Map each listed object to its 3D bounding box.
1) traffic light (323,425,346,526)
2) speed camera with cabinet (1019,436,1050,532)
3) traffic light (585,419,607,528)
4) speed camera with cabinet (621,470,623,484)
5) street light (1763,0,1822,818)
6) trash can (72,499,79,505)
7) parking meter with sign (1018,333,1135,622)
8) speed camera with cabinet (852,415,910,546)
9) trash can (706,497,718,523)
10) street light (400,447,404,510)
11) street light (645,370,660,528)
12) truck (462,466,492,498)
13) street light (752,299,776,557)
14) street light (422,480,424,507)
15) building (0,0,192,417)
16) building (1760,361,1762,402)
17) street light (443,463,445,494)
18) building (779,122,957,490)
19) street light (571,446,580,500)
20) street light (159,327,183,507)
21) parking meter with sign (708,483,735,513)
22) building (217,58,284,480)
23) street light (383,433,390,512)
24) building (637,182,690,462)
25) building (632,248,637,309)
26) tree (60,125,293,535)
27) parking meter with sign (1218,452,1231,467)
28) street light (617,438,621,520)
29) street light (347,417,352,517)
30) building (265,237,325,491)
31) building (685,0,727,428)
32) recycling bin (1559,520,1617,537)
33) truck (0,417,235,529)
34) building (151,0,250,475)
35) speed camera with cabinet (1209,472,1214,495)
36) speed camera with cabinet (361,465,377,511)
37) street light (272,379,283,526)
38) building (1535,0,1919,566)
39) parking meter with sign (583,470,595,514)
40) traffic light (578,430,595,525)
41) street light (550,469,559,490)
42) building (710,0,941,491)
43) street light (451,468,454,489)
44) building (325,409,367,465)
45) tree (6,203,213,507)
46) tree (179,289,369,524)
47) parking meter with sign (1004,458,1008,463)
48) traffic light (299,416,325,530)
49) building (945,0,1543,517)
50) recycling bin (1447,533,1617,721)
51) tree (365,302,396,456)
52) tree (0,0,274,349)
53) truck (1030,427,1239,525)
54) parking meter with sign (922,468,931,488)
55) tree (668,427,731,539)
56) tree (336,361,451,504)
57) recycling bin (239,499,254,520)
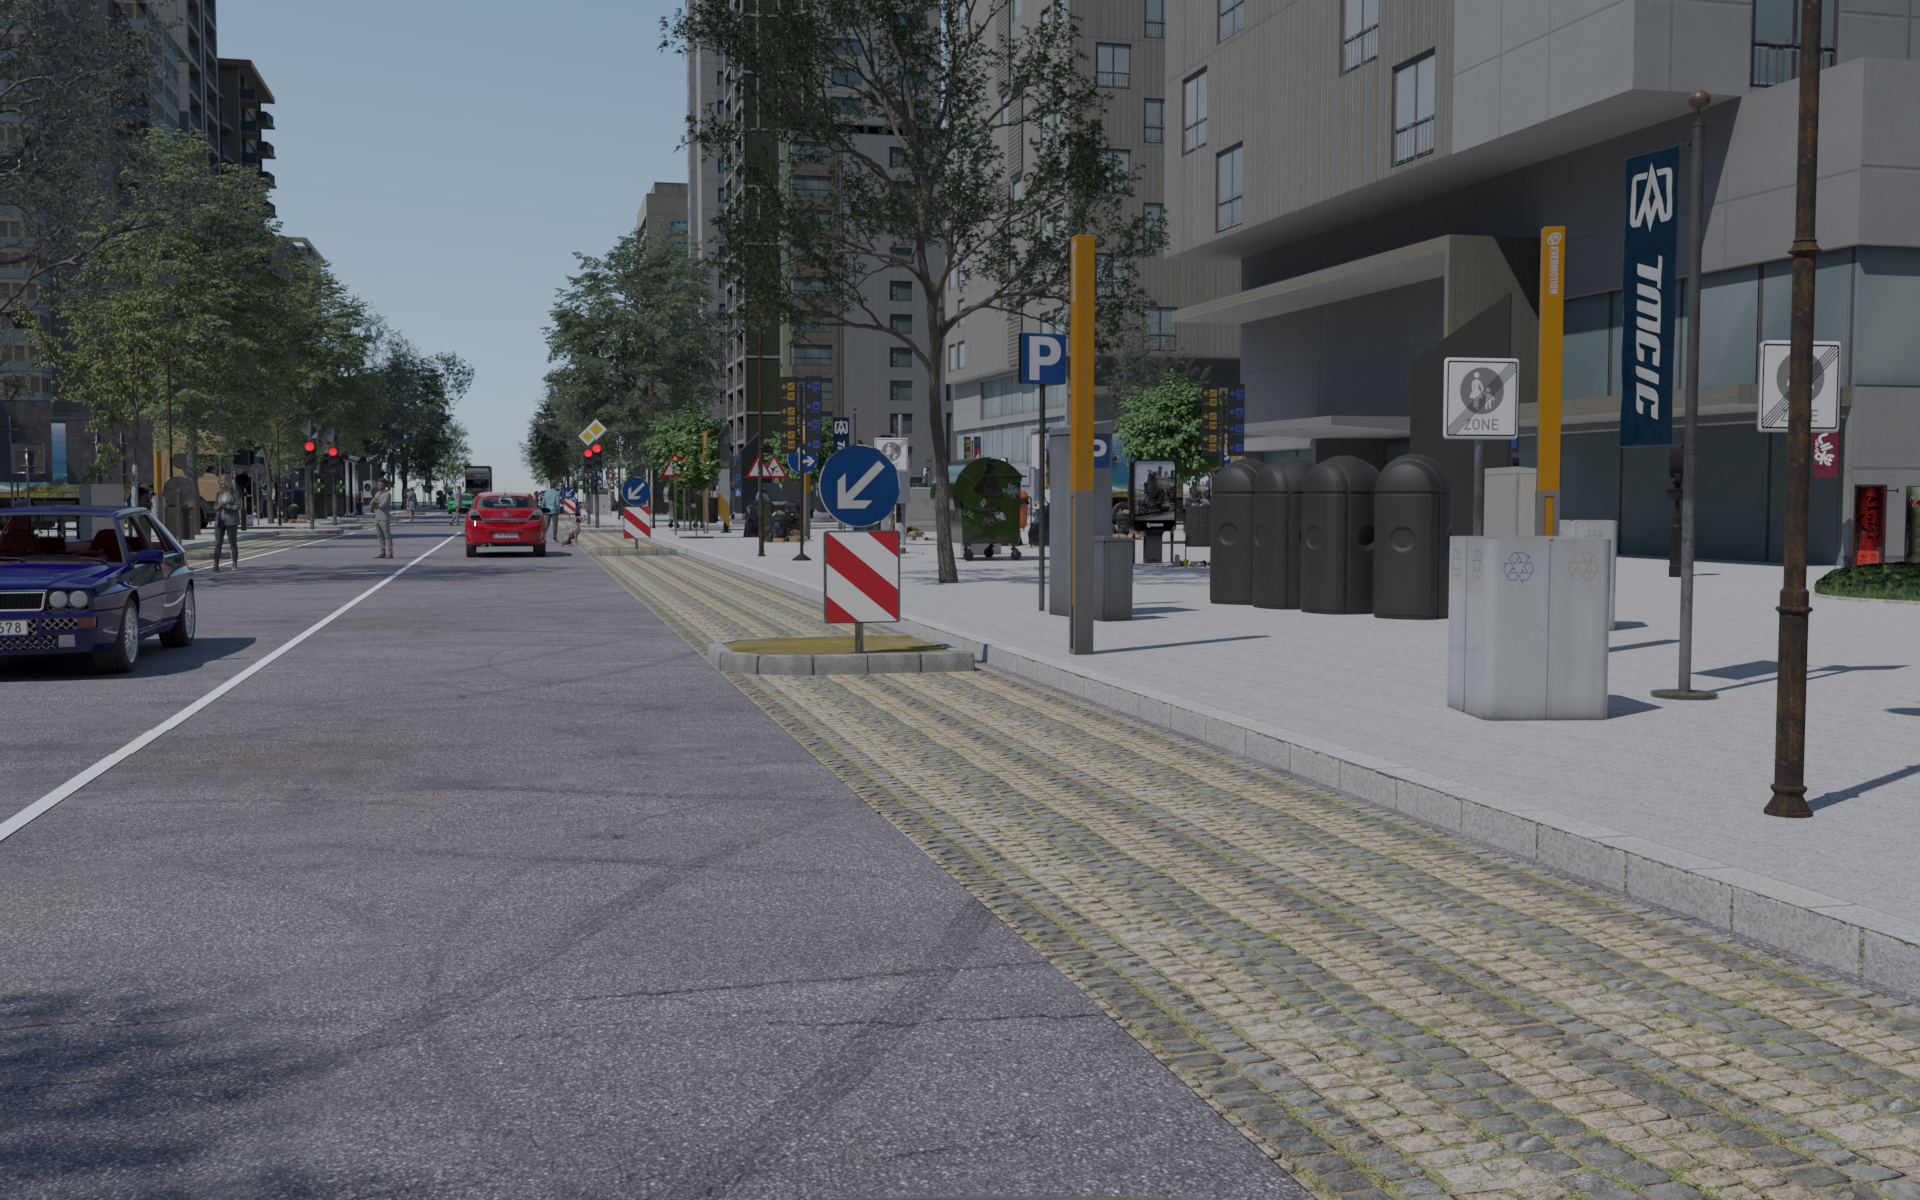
[{"bbox_3d":[-25.259,-4.956,69.946,0.839,4.253,0.868,-1,4,-14],"label":"traffic light"},{"bbox_3d":[2.951,-3.929,58.573,2.038,3.252,0.660,2,4,33],"label":"speed camera with cabinet"},{"bbox_3d":[-13.588,-4.634,64.687,0.839,4.253,0.868,-1,4,-14],"label":"traffic light"},{"bbox_3d":[-27.349,-9.090,142.965,0.660,3.252,2.038,-3,5,-43],"label":"speed camera with cabinet"},{"bbox_3d":[3.317,-2.078,6.758,0.468,5.910,1.993,-1,4,-14],"label":"street light"},{"bbox_3d":[-23.569,-2.152,46.832,0.748,1.137,0.748,0,3,0],"label":"trash can"},{"bbox_3d":[1.249,-1.338,18.140,0.543,3.016,1.738,-2,4,-25],"label":"parking meter with sign"},{"bbox_3d":[-2.013,-3.021,43.725,0.660,3.252,2.038,-2,4,-33],"label":"speed camera with cabinet"},{"bbox_3d":[-10.914,-3.935,75.998,0.748,1.137,0.748,0,3,0],"label":"trash can"},{"bbox_3d":[-46.306,-10.463,143.850,0.468,5.910,1.993,-1,4,-14],"label":"street light"},{"bbox_3d":[-11.433,-5.609,64.488,0.468,5.910,1.993,-1,4,-14],"label":"street light"},{"bbox_3d":[-48.231,-11.290,173.498,2.839,4.237,11.283,-1,4,-14],"label":"truck"},{"bbox_3d":[-4.084,-3.833,35.458,0.468,5.910,1.993,-1,4,-14],"label":"street light"},{"bbox_3d":[-53.738,-12.261,173.246,0.468,5.910,1.993,-1,4,-14],"label":"street light"},{"bbox_3d":[-69.315,-26.334,122.443,32.217,40.220,23.993,-1,4,-14],"label":"building"},{"bbox_3d":[43.952,-25.962,108.066,14.086,41.232,14.154,-1,4,-14],"label":"building"},{"bbox_3d":[-66.801,-15.392,224.439,0.468,5.910,1.993,-1,4,-14],"label":"street light"},{"bbox_3d":[-7.569,-22.449,138.743,14.160,30.474,14.107,-1,4,-14],"label":"building"},{"bbox_3d":[-32.134,-10.557,145.397,0.468,5.910,1.993,-1,4,-14],"label":"street light"},{"bbox_3d":[-21.923,-4.605,48.083,0.468,5.910,1.993,-1,4,-14],"label":"street light"},{"bbox_3d":[-14.997,-6.905,109.157,0.543,3.016,1.738,3,4,38],"label":"parking meter with sign"},{"bbox_3d":[-79.457,-31.499,169.633,22.147,44.769,28.867,-1,4,-14],"label":"building"},{"bbox_3d":[-42.012,-9.444,127.197,0.468,5.910,1.993,-1,4,-14],"label":"street light"},{"bbox_3d":[-37.896,-39.284,265.990,21.300,48.544,21.600,-1,4,-14],"label":"building"},{"bbox_3d":[-43.468,-38.968,291.747,22.147,44.769,28.867,-1,4,-14],"label":"building"},{"bbox_3d":[-24.096,-8.331,54.346,7.486,12.596,7.792,0,3,0],"label":"tree"},{"bbox_3d":[11.130,-4.528,70.287,0.543,3.016,1.738,-1,4,-21],"label":"parking meter with sign"},{"bbox_3d":[-17.188,-6.996,87.165,0.468,5.910,1.993,-1,4,-14],"label":"street light"},{"bbox_3d":[-34.675,-7.682,98.387,0.468,5.910,1.993,-1,4,-14],"label":"street light"},{"bbox_3d":[-102.392,-33.598,241.207,32.217,40.220,23.993,-1,4,-14],"label":"building"},{"bbox_3d":[-20.244,-40.053,196.871,21.231,58.520,28.212,-1,4,-14],"label":"building"},{"bbox_3d":[5.869,-0.247,16.589,0.722,1.027,0.722,1,4,16],"label":"recycling bin"},{"bbox_3d":[-32.326,-4.611,64.299,11.283,4.237,2.839,-1,4,-15],"label":"truck"},{"bbox_3d":[-71.458,-43.230,145.058,20.563,71.187,20.611,-1,4,-14],"label":"building"},{"bbox_3d":[9.614,-4.528,68.370,0.660,3.252,2.038,1,4,18],"label":"speed camera with cabinet"},{"bbox_3d":[-40.299,-7.474,116.532,2.038,3.252,0.660,1,4,15],"label":"speed camera with cabinet"},{"bbox_3d":[-27.413,-5.924,69.652,0.468,5.910,1.993,-1,4,-14],"label":"street light"},{"bbox_3d":[22.573,-27.820,44.104,28.713,52.752,27.495,-1,4,-14],"label":"building"},{"bbox_3d":[-26.359,-7.736,122.740,0.543,3.016,1.738,-1,4,-14],"label":"parking meter with sign"},{"bbox_3d":[-15.561,-5.107,72.425,0.839,4.253,0.868,-1,4,-14],"label":"traffic light"},{"bbox_3d":[-56.697,-16.485,242.311,0.468,5.910,1.993,-1,4,-14],"label":"street light"},{"bbox_3d":[-14.224,-44.893,172.258,20.563,71.187,20.611,-1,4,-14],"label":"building"},{"bbox_3d":[-74.189,-17.151,253.212,0.468,5.910,1.993,-1,4,-14],"label":"street light"},{"bbox_3d":[-107.467,-25.883,268.233,27.650,21.520,28.899,-1,4,-14],"label":"building"},{"bbox_3d":[-20.915,-5.677,43.189,4.737,8.622,4.395,0,3,0],"label":"tree"},{"bbox_3d":[-29.743,-8.581,74.711,8.767,10.594,7.601,-1,4,-10],"label":"tree"},{"bbox_3d":[1.427,-5.267,82.375,1.738,3.016,0.543,-3,4,-37],"label":"parking meter with sign"},{"bbox_3d":[-23.286,-4.482,62.207,0.839,4.253,0.868,-1,4,-14],"label":"traffic light"},{"bbox_3d":[14.862,-31.563,105.295,27.495,52.752,28.713,-1,4,-14],"label":"building"},{"bbox_3d":[3.313,0.148,10.130,0.722,1.027,0.722,0,4,-2],"label":"recycling bin"},{"bbox_3d":[-31.115,-10.081,82.951,7.486,12.596,7.792,0,3,0],"label":"tree"},{"bbox_3d":[-16.552,-7.099,26.442,12.009,13.543,11.850,0,3,0],"label":"tree"},{"bbox_3d":[8.786,-5.272,75.103,11.283,4.237,2.839,-1,4,-13],"label":"truck"},{"bbox_3d":[-2.168,-7.187,113.763,0.543,3.016,1.738,0,4,-6],"label":"parking meter with sign"},{"bbox_3d":[-7.749,-3.409,50.339,1.663,3.219,1.824,0,3,0],"label":"tree"},{"bbox_3d":[-44.895,-12.729,133.876,9.928,11.665,9.643,0,3,0],"label":"tree"},{"bbox_3d":[-35.244,-4.445,85.231,0.722,1.027,0.722,-3,5,-40],"label":"recycling bin"}]
